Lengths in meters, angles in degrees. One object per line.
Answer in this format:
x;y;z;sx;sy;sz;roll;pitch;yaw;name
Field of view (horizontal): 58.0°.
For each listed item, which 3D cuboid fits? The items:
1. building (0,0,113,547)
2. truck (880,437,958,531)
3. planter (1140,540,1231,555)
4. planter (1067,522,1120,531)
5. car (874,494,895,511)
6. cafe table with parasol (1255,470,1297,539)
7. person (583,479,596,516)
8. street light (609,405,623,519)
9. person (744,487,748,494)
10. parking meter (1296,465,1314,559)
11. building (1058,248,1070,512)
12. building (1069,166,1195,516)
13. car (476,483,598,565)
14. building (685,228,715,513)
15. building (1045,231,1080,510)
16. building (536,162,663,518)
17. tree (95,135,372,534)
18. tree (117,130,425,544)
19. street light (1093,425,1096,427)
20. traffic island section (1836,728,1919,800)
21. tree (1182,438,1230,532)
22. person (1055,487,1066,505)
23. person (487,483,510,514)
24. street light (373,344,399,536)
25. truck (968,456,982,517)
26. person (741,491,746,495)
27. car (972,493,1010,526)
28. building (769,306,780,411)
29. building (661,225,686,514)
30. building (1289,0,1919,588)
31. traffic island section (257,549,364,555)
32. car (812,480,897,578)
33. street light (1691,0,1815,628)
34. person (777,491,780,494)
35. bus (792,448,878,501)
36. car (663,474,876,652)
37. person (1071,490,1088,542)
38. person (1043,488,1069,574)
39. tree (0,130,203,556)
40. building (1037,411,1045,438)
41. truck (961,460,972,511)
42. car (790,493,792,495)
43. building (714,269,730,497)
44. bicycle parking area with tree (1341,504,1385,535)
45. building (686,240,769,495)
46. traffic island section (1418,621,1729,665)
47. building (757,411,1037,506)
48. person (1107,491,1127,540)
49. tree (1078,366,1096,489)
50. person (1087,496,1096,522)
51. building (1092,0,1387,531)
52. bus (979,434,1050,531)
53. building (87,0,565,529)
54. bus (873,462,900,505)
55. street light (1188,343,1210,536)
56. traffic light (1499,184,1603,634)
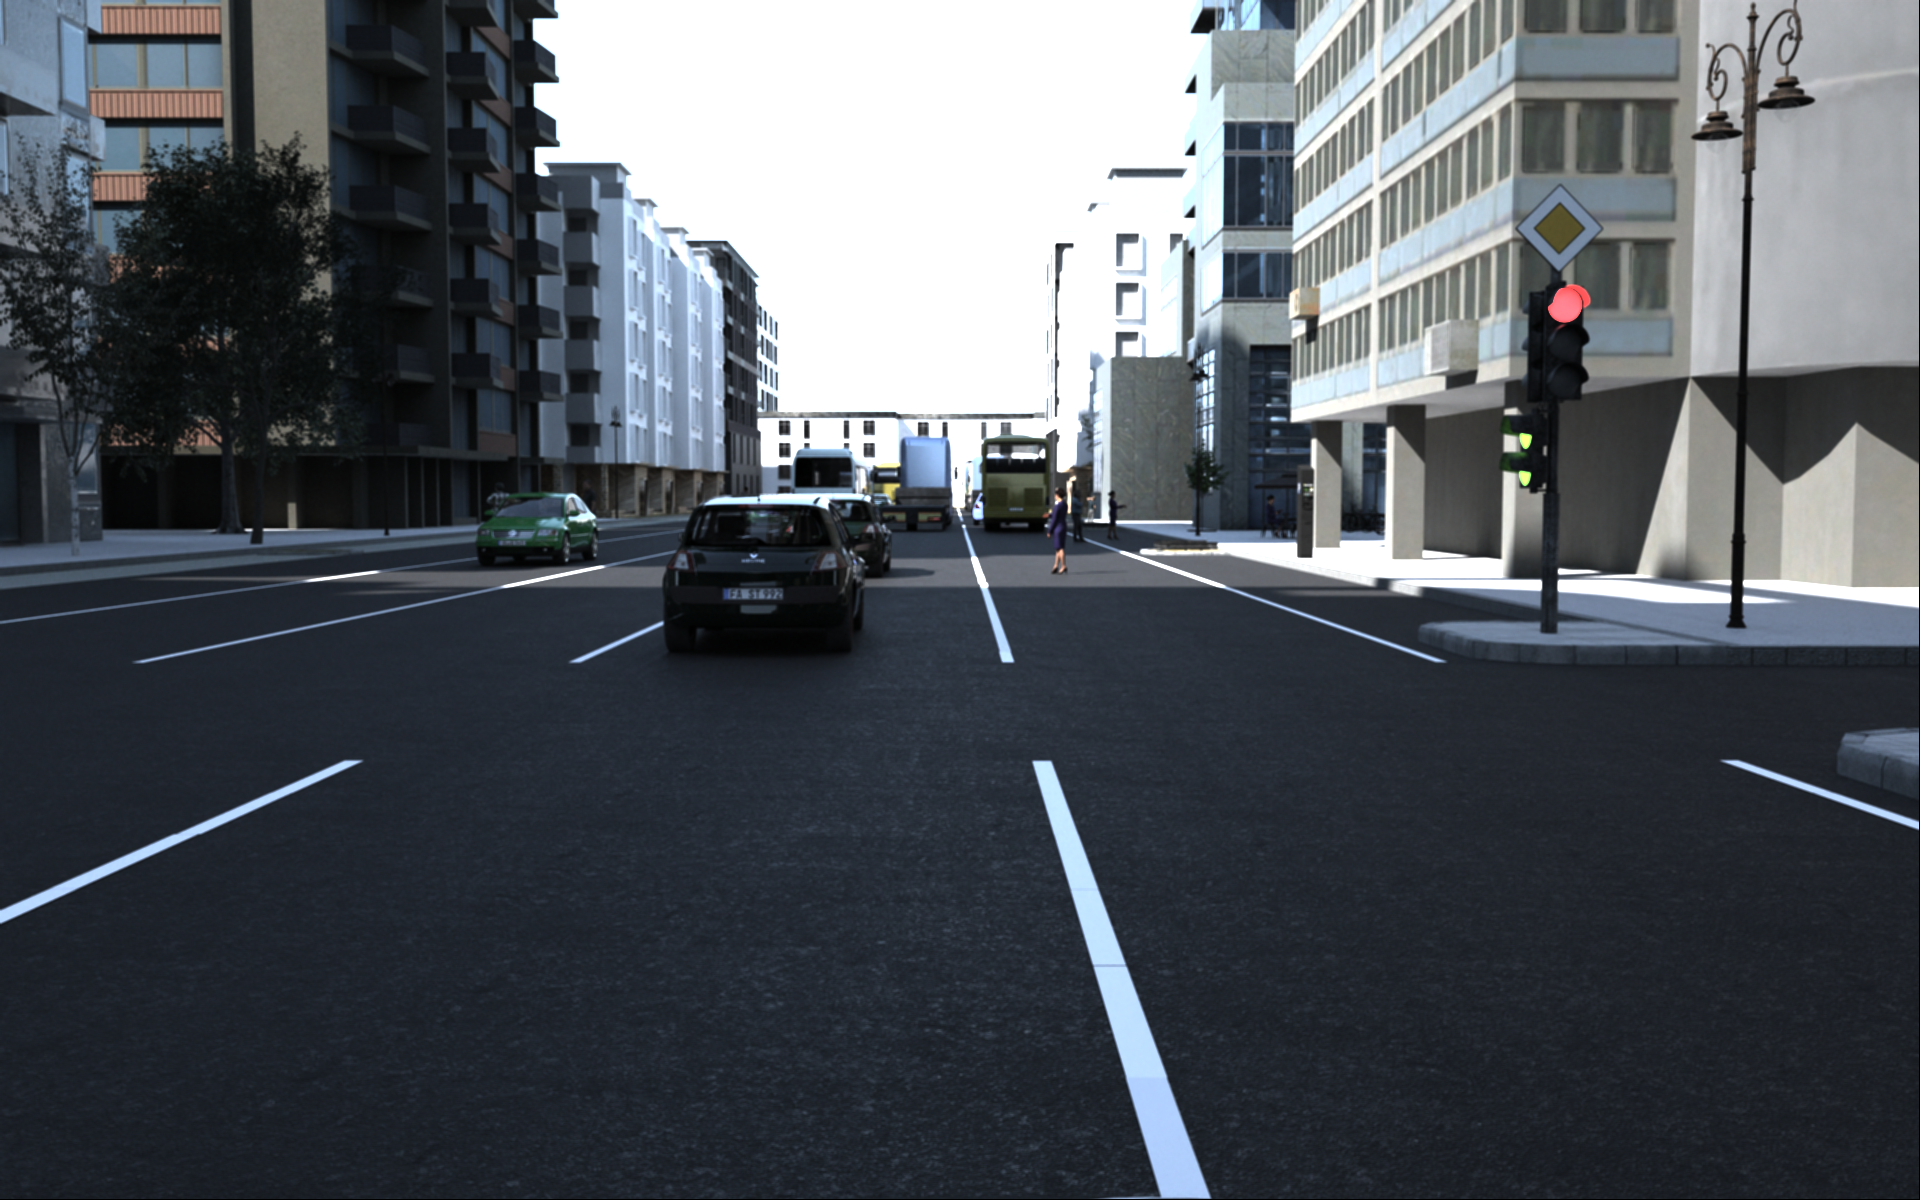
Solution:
-33.192;-25.312;33.464;23.786;49.044;30.456;0;4;0;building
-1.702;-5.253;75.650;2.967;4.110;18.799;0;4;1;truck
5.365;-1.250;41.583;1.991;0.319;1.994;0;4;0;planter
5.251;-2.898;68.527;1.991;0.319;1.994;0;4;0;planter
-4.988;-5.747;105.763;2.131;1.459;4.920;0;3;0;car
9.686;-2.777;50.261;2.610;1.966;2.610;-1;4;-12;cafe table with parasol
-9.432;-2.152;43.819;0.434;1.807;0.598;-1;4;-21;person
-17.883;-7.176;90.107;0.468;5.910;1.993;0;4;0;street light
-11.974;-5.384;96.495;0.705;1.831;1.348;-1;4;-18;person
6.881;-1.762;34.516;0.255;1.863;0.399;0;4;-4;parking meter
14.928;-15.974;117.595;16.016;20.091;11.380;0;4;0;building
15.252;-15.251;105.778;16.016;20.091;11.380;0;4;0;building
-8.809;-1.681;36.278;1.959;1.807;4.718;0;4;0;car
-26.009;-16.111;119.835;16.016;20.091;11.380;0;4;0;building
21.239;-18.786;151.124;27.936;21.610;32.646;0;4;0;building
-25.829;-14.702;96.800;16.016;20.091;11.380;0;4;0;building
-23.746;-8.482;55.685;9.611;12.733;9.660;0;3;0;tree
-17.757;-6.714;44.188;7.601;10.594;8.767;0;4;4;tree
7.207;-7.191;90.356;0.468;5.910;1.993;0;4;0;street light
5.493;0.873;8.015;2.009;0.180;2.903;0;4;0;traffic island section
8.436;-3.960;59.352;1.663;3.219;1.824;0;3;0;tree
4.512;-4.244;78.608;0.376;1.734;0.841;-1;4;-12;person
-12.349;-2.285;46.582;0.841;1.734;0.376;-2;4;-31;person
-17.732;-4.930;53.392;0.468;5.910;1.993;0;4;0;street light
2.006;-7.744;116.379;2.967;4.110;18.799;0;4;0;truck
-9.033;-3.741;71.873;0.471;1.553;0.569;3;5;40;person
1.488;-4.302;79.924;1.945;1.707;3.694;0;4;2;car
-36.917;-21.111;189.137;32.646;21.610;27.936;0;4;0;building
-26.237;-15.397;108.157;16.016;20.091;11.380;0;4;0;building
19.574;-20.731;30.840;23.993;40.220;32.217;0;4;0;building
-15.368;-1.125;41.255;1.991;0.108;1.994;0;4;0;traffic island section
-2.162;-1.305;31.126;2.009;1.686;4.222;0;4;0;car
7.459;-2.671;16.465;0.468;5.910;1.993;0;4;0;street light
-16.650;-9.218;160.010;0.721;1.735;1.217;0;4;-6;person
-5.377;-4.944;75.695;2.948;3.499;13.247;0;4;1;bus
-1.853;-0.450;17.144;2.009;1.686;4.222;0;4;-1;car
3.482;-2.478;51.220;0.429;1.552;0.499;2;4;33;person
1.681;-1.236;31.086;0.546;1.535;0.453;1;4;19;person
-18.160;-5.212;35.586;4.360;8.622;3.978;0;3;0;tree
21.549;-14.532;179.742;28.070;9.664;9.099;0;4;0;building
1.680;-9.728;147.964;2.839;4.237;11.283;0;4;-2;truck
-12.367;-7.385;130.339;1.945;1.707;3.694;0;4;-2;car
-25.972;-16.806;131.194;16.016;20.091;11.380;0;4;0;building
16.369;-4.252;56.525;9.016;4.147;8.231;1;4;11;bicycle parking area with tree
-35.024;-18.919;153.295;32.646;21.610;27.936;0;4;0;building
5.462;0.384;16.000;2.009;0.180;2.903;0;4;0;traffic island section
-6.519;-14.511;179.395;28.070;9.664;9.099;0;4;0;building
4.919;-2.665;54.443;0.546;1.535;0.453;-1;4;-9;person
8.282;-8.857;95.175;4.360;8.622;3.978;0;3;0;tree
5.905;-4.009;77.960;0.435;1.345;0.340;1;4;9;person
18.239;-46.552;73.796;22.319;86.520;31.000;0;4;0;building
2.172;-4.804;70.093;2.896;3.916;12.252;0;4;1;bus
-30.007;-25.693;74.709;22.147;44.769;28.867;0;4;0;building
-5.356;-8.626;132.581;2.896;3.916;12.252;0;4;-1;bus
7.328;-4.917;53.180;0.468;5.910;1.993;0;4;0;street light
5.421;-1.649;15.886;0.839;4.253;0.868;0;4;0;traffic light
